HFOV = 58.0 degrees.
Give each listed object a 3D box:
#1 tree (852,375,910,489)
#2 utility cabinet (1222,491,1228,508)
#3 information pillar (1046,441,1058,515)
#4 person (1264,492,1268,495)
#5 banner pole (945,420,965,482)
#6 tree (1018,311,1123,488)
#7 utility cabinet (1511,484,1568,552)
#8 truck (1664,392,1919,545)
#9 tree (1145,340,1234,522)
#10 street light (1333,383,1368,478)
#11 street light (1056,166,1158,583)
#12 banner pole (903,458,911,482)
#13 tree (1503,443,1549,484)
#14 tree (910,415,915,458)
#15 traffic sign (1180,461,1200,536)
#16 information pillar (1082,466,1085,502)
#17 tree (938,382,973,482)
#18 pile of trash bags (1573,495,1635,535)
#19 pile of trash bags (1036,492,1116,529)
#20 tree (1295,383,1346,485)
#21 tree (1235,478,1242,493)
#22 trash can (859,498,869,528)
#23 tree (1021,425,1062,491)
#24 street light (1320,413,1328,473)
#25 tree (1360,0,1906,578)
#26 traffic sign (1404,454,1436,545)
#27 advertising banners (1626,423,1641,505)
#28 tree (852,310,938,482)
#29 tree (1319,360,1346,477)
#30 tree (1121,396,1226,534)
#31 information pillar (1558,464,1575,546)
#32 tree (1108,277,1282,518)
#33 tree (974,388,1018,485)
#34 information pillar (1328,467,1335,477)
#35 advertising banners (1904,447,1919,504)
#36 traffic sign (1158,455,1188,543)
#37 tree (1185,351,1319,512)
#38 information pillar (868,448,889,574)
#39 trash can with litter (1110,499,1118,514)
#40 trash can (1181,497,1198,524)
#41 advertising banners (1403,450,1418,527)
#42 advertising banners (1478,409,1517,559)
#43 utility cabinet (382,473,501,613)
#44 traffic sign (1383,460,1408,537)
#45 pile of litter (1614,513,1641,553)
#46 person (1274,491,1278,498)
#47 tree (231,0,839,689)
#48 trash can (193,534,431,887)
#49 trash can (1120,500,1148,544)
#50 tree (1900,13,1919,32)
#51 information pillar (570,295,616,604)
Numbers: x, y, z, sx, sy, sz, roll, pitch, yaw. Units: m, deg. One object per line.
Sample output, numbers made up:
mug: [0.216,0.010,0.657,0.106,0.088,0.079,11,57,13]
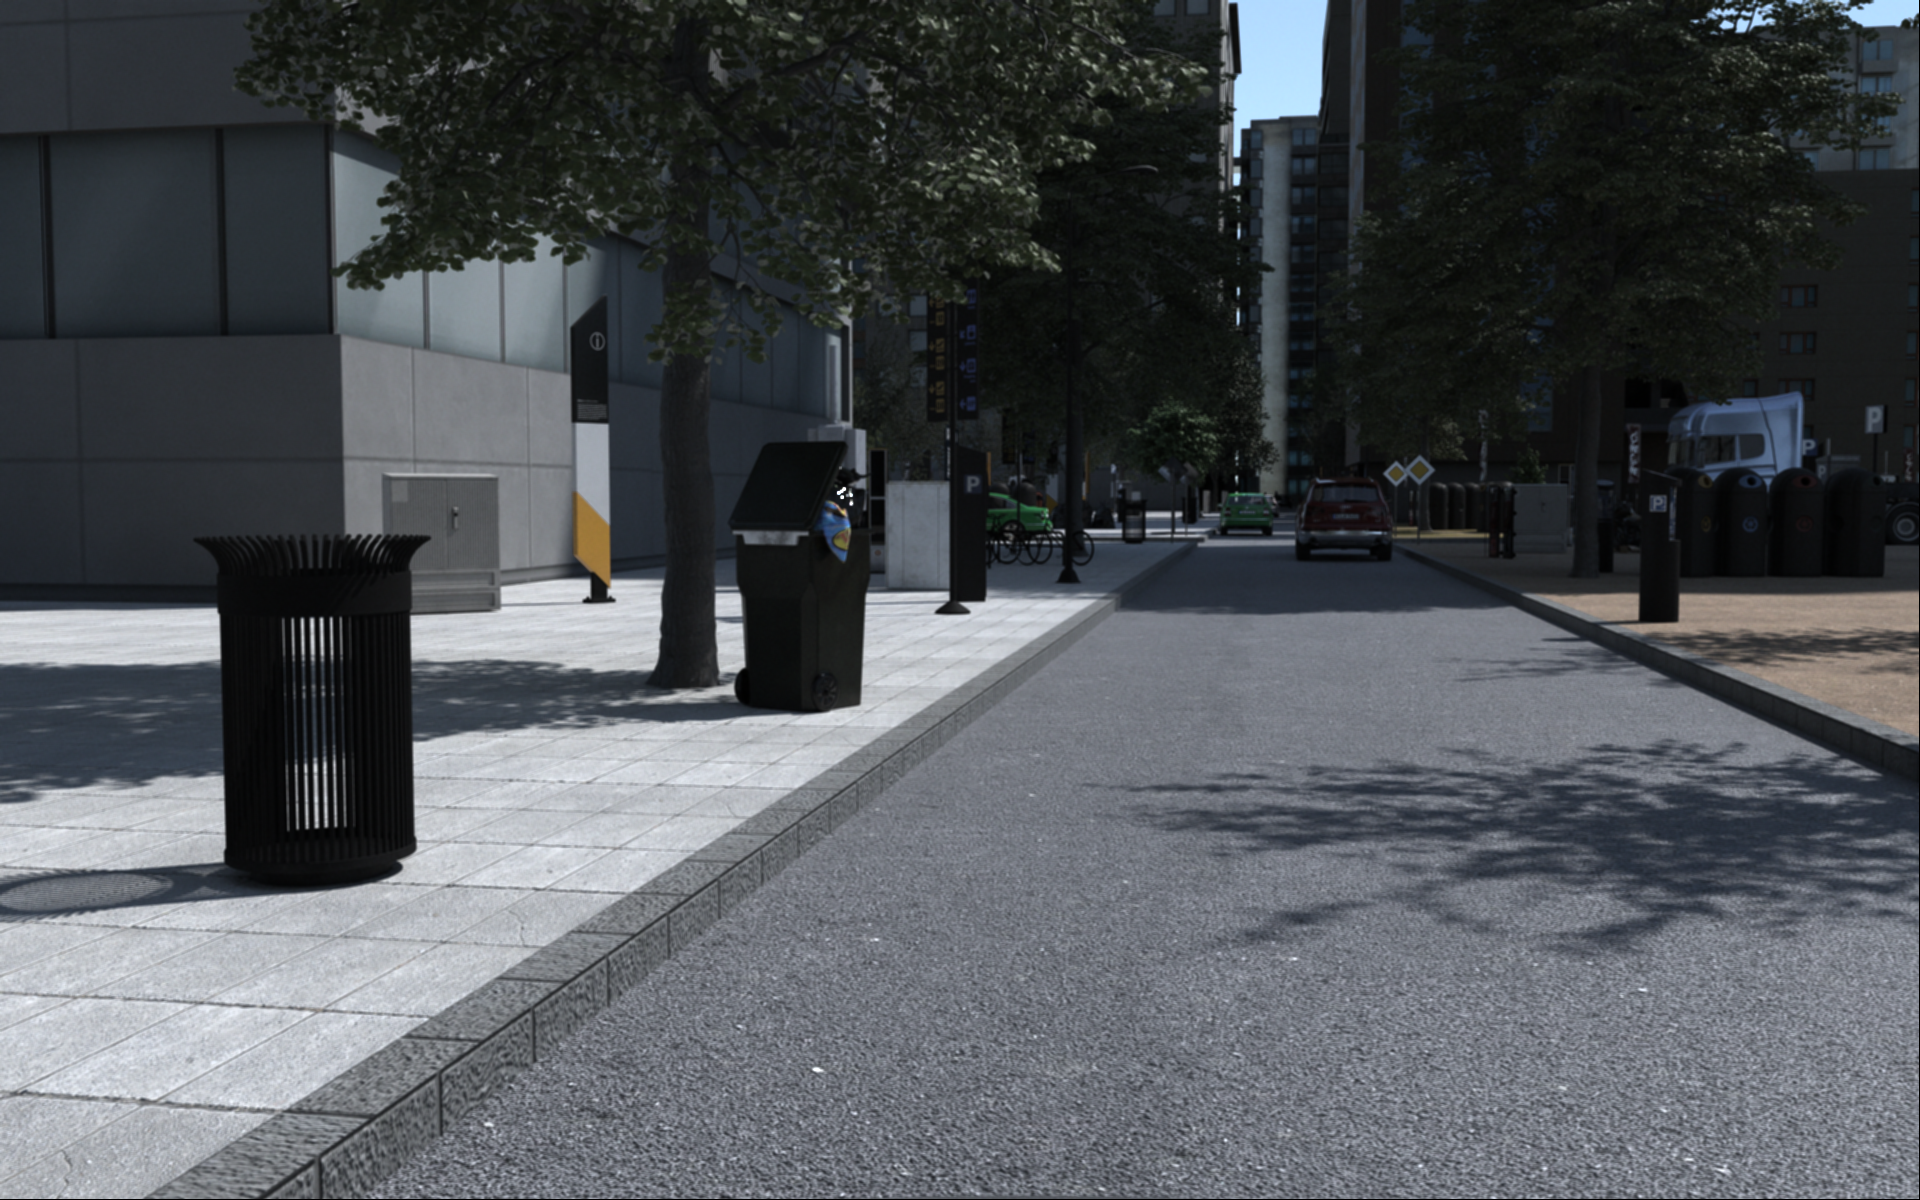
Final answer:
tree: [-6.444,-9.878,111.862,4.737,8.622,4.395,0,3,0]
utility cabinet: [19.121,-7.112,124.953,0.318,1.500,1.173,0,4,1]
information pillar: [3.845,-4.940,72.121,0.504,3.616,0.183,0,4,0]
person: [31.559,-10.320,178.708,0.415,1.643,0.593,-3,5,-45]
banner pole: [-0.122,-4.172,58.237,0.863,3.779,0.401,0,4,2]
tree: [4.413,-7.185,67.843,4.360,8.622,3.978,0,3,0]
utility cabinet: [12.581,-1.773,37.663,1.173,1.500,0.318,1,4,15]
truck: [27.873,-3.419,45.660,18.799,4.110,2.967,1,4,8]
tree: [10.785,-7.936,80.115,4.737,8.622,4.395,0,3,0]
street light: [16.534,-6.124,72.674,1.470,5.913,1.316,1,4,10]
street light: [2.100,-3.194,24.761,1.470,5.913,1.316,1,4,10]
banner pole: [-3.102,-7.121,106.452,0.863,3.779,0.401,0,4,-7]
tree: [21.388,-4.337,65.515,1.663,3.219,1.824,0,3,0]
tree: [-5.070,-10.443,121.097,4.737,8.622,4.395,0,3,0]
traffic sign: [6.903,-3.004,52.762,0.795,2.450,0.064,1,4,10]
information pillar: [8.426,-7.677,116.872,0.504,3.616,0.183,1,4,12]
tree: [-2.460,-8.036,81.755,4.360,8.622,3.978,0,3,0]
pile of trash bags: [19.862,-2.691,53.758,1.912,1.369,3.447,3,4,37]
pile of trash bags: [3.933,-3.301,63.720,3.447,1.369,1.912,-2,4,-32]
tree: [24.765,-10.174,116.701,4.360,8.622,3.978,0,3,0]
tree: [27.252,-10.915,173.059,1.663,3.219,1.824,0,3,0]
trash can: [-3.587,-3.250,64.784,0.748,1.137,0.748,0,3,0]
tree: [5.146,-10.794,126.836,4.737,8.622,4.395,0,3,0]
street light: [21.232,-7.730,98.924,1.470,5.913,1.316,1,4,10]
tree: [10.003,-6.603,26.093,7.486,12.596,7.792,0,3,0]
traffic sign: [11.607,-2.456,43.803,0.795,2.450,0.064,1,4,10]
advertising banners: [17.318,-2.875,43.195,2.074,3.025,0.090,-2,4,-27]
tree: [-3.594,-7.161,67.438,4.360,8.622,3.978,0,3,0]
tree: [28.274,-12.532,130.648,9.928,11.665,9.643,0,3,0]
tree: [6.936,-4.391,55.512,4.285,4.588,4.351,0,3,0]
information pillar: [14.887,-2.329,42.570,0.304,2.012,0.304,2,4,35]
tree: [12.387,-10.689,91.769,9.611,12.733,9.660,0,3,0]
tree: [3.486,-8.814,94.466,4.360,8.622,3.978,0,3,0]
information pillar: [26.558,-8.096,123.720,0.504,3.616,0.183,1,4,21]
advertising banners: [35.391,-4.120,63.545,0.090,3.025,2.074,-1,4,-15]
traffic sign: [5.511,-2.523,44.899,0.795,2.450,0.064,1,4,10]
tree: [17.908,-11.975,121.542,9.928,11.665,9.643,0,3,0]
information pillar: [-1.309,-1.434,27.941,0.304,2.012,0.304,0,4,4]
trash can with litter: [10.235,-6.268,113.873,1.055,1.170,0.624,1,4,11]
trash can: [9.832,-3.826,74.202,0.748,1.137,0.748,0,3,0]
advertising banners: [17.868,-4.417,68.405,0.090,3.025,2.074,0,4,-6]
advertising banners: [10.836,-2.375,35.021,0.090,3.025,2.074,0,4,-3]
utility cabinet: [-5.566,-0.609,18.633,1.173,1.500,0.318,-3,4,-36]
traffic sign: [12.999,-2.937,51.667,0.795,2.450,0.064,1,4,10]
pile of litter: [14.741,-1.458,37.796,1.719,0.858,1.176,2,4,30]
person: [33.694,-10.751,185.014,0.721,1.736,1.217,-1,4,-23]
tree: [-1.717,-5.721,11.658,7.486,12.596,7.792,0,3,0]
trash can: [-2.164,0.355,5.845,0.748,1.137,0.748,0,3,0]
trash can: [4.513,-2.036,44.945,0.748,1.137,0.748,0,3,0]
tree: [11.048,-4.017,16.042,4.737,8.622,4.395,0,3,0]
information pillar: [-4.318,-1.770,20.297,0.183,3.616,0.504,3,5,41]
